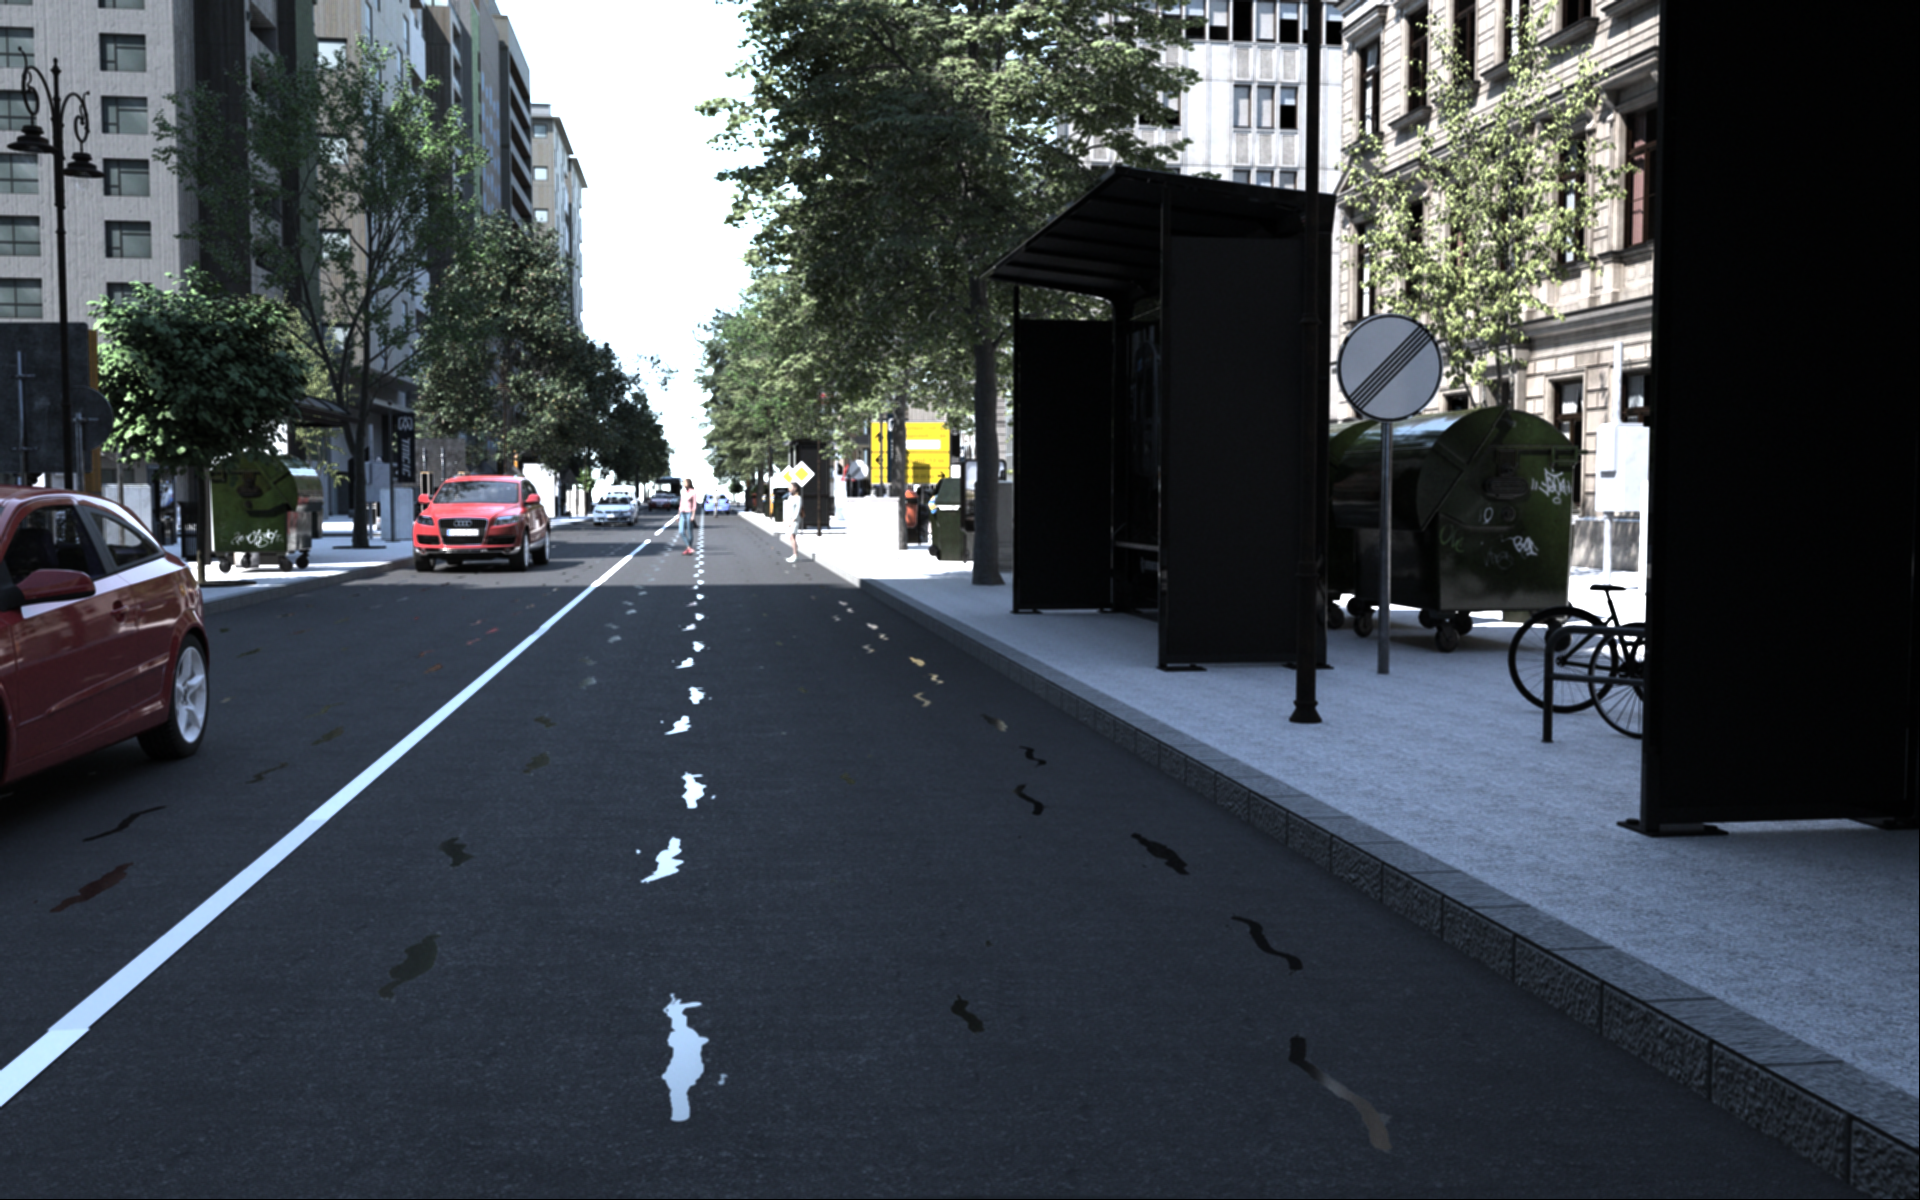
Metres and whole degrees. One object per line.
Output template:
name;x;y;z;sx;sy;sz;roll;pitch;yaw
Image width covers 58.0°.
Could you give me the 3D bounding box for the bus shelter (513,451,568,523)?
bus shelter;-18.954;-5.182;78.645;2.014;3.302;5.546;-1;4;-9

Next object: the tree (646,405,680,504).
tree;-26.148;-12.517;121.657;9.611;12.733;9.660;0;3;0

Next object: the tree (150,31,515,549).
tree;-14.230;-7.010;40.371;9.928;11.665;9.643;0;3;0

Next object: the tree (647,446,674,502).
tree;-42.801;-18.598;238.483;7.601;10.594;8.767;0;4;3

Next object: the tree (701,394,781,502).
tree;-15.255;-11.883;128.697;8.767;10.594;7.601;0;4;-2

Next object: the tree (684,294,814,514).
tree;-12.679;-12.478;110.670;9.857;13.997;8.962;0;3;0

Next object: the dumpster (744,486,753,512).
dumpster;-14.699;-7.167;122.931;1.264;1.857;1.865;-1;4;-8

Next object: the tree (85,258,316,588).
tree;-10.680;-2.477;24.205;4.285;4.588;4.351;0;3;0

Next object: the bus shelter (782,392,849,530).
bus shelter;-5.564;-5.378;65.561;2.179;5.291;8.768;-1;4;-8

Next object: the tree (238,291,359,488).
tree;-24.907;-6.817;61.823;4.737;8.622;4.395;0;3;0

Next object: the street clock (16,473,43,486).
street clock;-14.281;-1.348;26.604;0.358;2.002;0.471;1;4;9

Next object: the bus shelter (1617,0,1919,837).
bus shelter;3.502;-0.749;3.537;1.731;3.624;6.357;-1;4;-8

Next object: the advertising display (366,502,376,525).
advertising display;-24.396;-4.067;71.709;0.974;1.923;0.123;-1;4;-16

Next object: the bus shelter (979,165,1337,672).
bus shelter;1.507;-1.488;15.605;1.731;3.624;6.357;-1;4;-8

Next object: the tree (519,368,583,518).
tree;-21.916;-8.801;94.256;4.737;8.622;4.395;0;3;0

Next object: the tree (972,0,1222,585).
tree;-0.035;-6.484;24.139;7.486;12.596;7.792;0;3;0

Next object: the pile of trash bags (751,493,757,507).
pile of trash bags;-12.134;-6.366;113.842;3.447;1.369;1.912;-3;4;-36

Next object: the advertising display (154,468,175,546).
advertising display;-19.819;-2.322;43.173;0.123;1.923;0.974;0;4;-4

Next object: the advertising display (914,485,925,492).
advertising display;-2.347;-5.634;97.326;0.123;1.923;0.974;-2;4;-25

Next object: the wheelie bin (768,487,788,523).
wheelie bin;-7.997;-4.273;77.764;0.980;1.594;0.693;0;4;-6

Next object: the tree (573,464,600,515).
tree;-23.317;-6.908;107.547;1.663;3.219;1.824;0;3;0

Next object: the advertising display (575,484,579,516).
advertising display;-22.536;-5.912;101.882;0.123;1.923;0.974;-1;4;-17

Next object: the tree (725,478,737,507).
tree;-23.021;-11.236;178.317;1.663;3.219;1.824;0;3;0

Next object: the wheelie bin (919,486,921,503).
wheelie bin;-0.212;-1.697;35.659;0.693;1.594;0.980;2;4;35

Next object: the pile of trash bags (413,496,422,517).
pile of trash bags;-29.605;-5.207;94.888;1.912;1.369;3.447;1;4;15

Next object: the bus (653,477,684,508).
bus;-30.009;-11.276;179.214;2.948;3.499;13.247;0;4;-7

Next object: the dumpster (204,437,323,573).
dumpster;-11.599;-1.613;28.873;1.502;2.255;1.985;-1;4;-8

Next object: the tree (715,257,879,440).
tree;-6.967;-9.175;75.759;9.928;11.665;9.643;0;3;0

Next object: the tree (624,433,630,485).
tree;-35.905;-16.810;192.969;7.486;12.596;7.792;0;3;0

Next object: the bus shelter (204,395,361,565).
bus shelter;-13.185;-2.427;33.600;2.014;3.302;5.546;-1;4;-8

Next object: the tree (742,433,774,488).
tree;-16.329;-11.647;140.796;4.737;8.622;4.395;0;3;0

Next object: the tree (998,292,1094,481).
tree;2.812;-6.173;51.299;4.737;8.622;4.395;0;3;0

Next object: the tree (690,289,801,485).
tree;-17.130;-18.225;153.875;12.611;20.169;13.585;0;3;0

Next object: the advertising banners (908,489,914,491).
advertising banners;-1.445;-3.264;49.553;0.090;3.025;2.074;-1;4;-8

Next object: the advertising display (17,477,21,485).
advertising display;-25.125;-2.549;46.885;0.974;1.923;0.123;1;4;21

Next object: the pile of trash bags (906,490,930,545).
pile of trash bags;-1.647;-2.130;44.582;1.912;1.369;3.447;-1;4;-17

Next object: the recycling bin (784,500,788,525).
recycling bin;-6.786;-3.599;71.397;0.722;1.027;0.722;2;4;31

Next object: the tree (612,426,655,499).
tree;-29.742;-12.389;152.917;4.737;8.622;4.395;0;3;0

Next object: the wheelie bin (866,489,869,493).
wheelie bin;-6.051;-6.254;110.165;0.980;1.594;0.693;-3;5;-39

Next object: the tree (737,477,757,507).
tree;-19.875;-10.438;165.267;1.663;3.219;1.824;0;3;0

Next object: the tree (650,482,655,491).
tree;-49.931;-20.473;285.101;4.360;8.622;3.978;0;3;0

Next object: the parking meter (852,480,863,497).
parking meter;-3.954;-3.743;66.909;0.399;1.863;0.255;-2;4;-34

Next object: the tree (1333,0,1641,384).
tree;7.743;-4.603;25.617;4.737;8.622;4.395;0;3;0

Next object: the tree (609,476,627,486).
tree;-31.018;-9.935;157.044;1.663;3.219;1.824;0;3;0

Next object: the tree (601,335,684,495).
tree;-39.695;-21.445;206.514;12.611;20.169;13.585;0;3;0

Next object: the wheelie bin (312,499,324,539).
wheelie bin;-18.794;-2.574;49.990;0.980;1.594;0.693;0;4;-2

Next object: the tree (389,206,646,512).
tree;-18.004;-9.310;69.219;9.611;12.733;9.660;0;3;0

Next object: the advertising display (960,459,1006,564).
advertising display;0.434;-1.639;32.007;0.974;1.923;0.123;-3;4;-36

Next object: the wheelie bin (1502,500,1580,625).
wheelie bin;5.729;-0.574;17.290;0.693;1.594;0.980;3;4;38

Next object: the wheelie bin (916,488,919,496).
wheelie bin;-1.328;-3.555;66.028;0.693;1.594;0.980;3;4;37

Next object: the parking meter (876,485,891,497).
parking meter;-2.793;-3.239;61.362;0.372;1.533;0.369;0;3;0

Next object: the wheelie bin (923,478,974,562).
wheelie bin;-0.067;-1.543;33.135;0.980;1.594;0.693;2;4;31

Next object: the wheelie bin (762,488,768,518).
wheelie bin;-10.258;-5.291;94.408;0.980;1.594;0.693;-1;4;-22
